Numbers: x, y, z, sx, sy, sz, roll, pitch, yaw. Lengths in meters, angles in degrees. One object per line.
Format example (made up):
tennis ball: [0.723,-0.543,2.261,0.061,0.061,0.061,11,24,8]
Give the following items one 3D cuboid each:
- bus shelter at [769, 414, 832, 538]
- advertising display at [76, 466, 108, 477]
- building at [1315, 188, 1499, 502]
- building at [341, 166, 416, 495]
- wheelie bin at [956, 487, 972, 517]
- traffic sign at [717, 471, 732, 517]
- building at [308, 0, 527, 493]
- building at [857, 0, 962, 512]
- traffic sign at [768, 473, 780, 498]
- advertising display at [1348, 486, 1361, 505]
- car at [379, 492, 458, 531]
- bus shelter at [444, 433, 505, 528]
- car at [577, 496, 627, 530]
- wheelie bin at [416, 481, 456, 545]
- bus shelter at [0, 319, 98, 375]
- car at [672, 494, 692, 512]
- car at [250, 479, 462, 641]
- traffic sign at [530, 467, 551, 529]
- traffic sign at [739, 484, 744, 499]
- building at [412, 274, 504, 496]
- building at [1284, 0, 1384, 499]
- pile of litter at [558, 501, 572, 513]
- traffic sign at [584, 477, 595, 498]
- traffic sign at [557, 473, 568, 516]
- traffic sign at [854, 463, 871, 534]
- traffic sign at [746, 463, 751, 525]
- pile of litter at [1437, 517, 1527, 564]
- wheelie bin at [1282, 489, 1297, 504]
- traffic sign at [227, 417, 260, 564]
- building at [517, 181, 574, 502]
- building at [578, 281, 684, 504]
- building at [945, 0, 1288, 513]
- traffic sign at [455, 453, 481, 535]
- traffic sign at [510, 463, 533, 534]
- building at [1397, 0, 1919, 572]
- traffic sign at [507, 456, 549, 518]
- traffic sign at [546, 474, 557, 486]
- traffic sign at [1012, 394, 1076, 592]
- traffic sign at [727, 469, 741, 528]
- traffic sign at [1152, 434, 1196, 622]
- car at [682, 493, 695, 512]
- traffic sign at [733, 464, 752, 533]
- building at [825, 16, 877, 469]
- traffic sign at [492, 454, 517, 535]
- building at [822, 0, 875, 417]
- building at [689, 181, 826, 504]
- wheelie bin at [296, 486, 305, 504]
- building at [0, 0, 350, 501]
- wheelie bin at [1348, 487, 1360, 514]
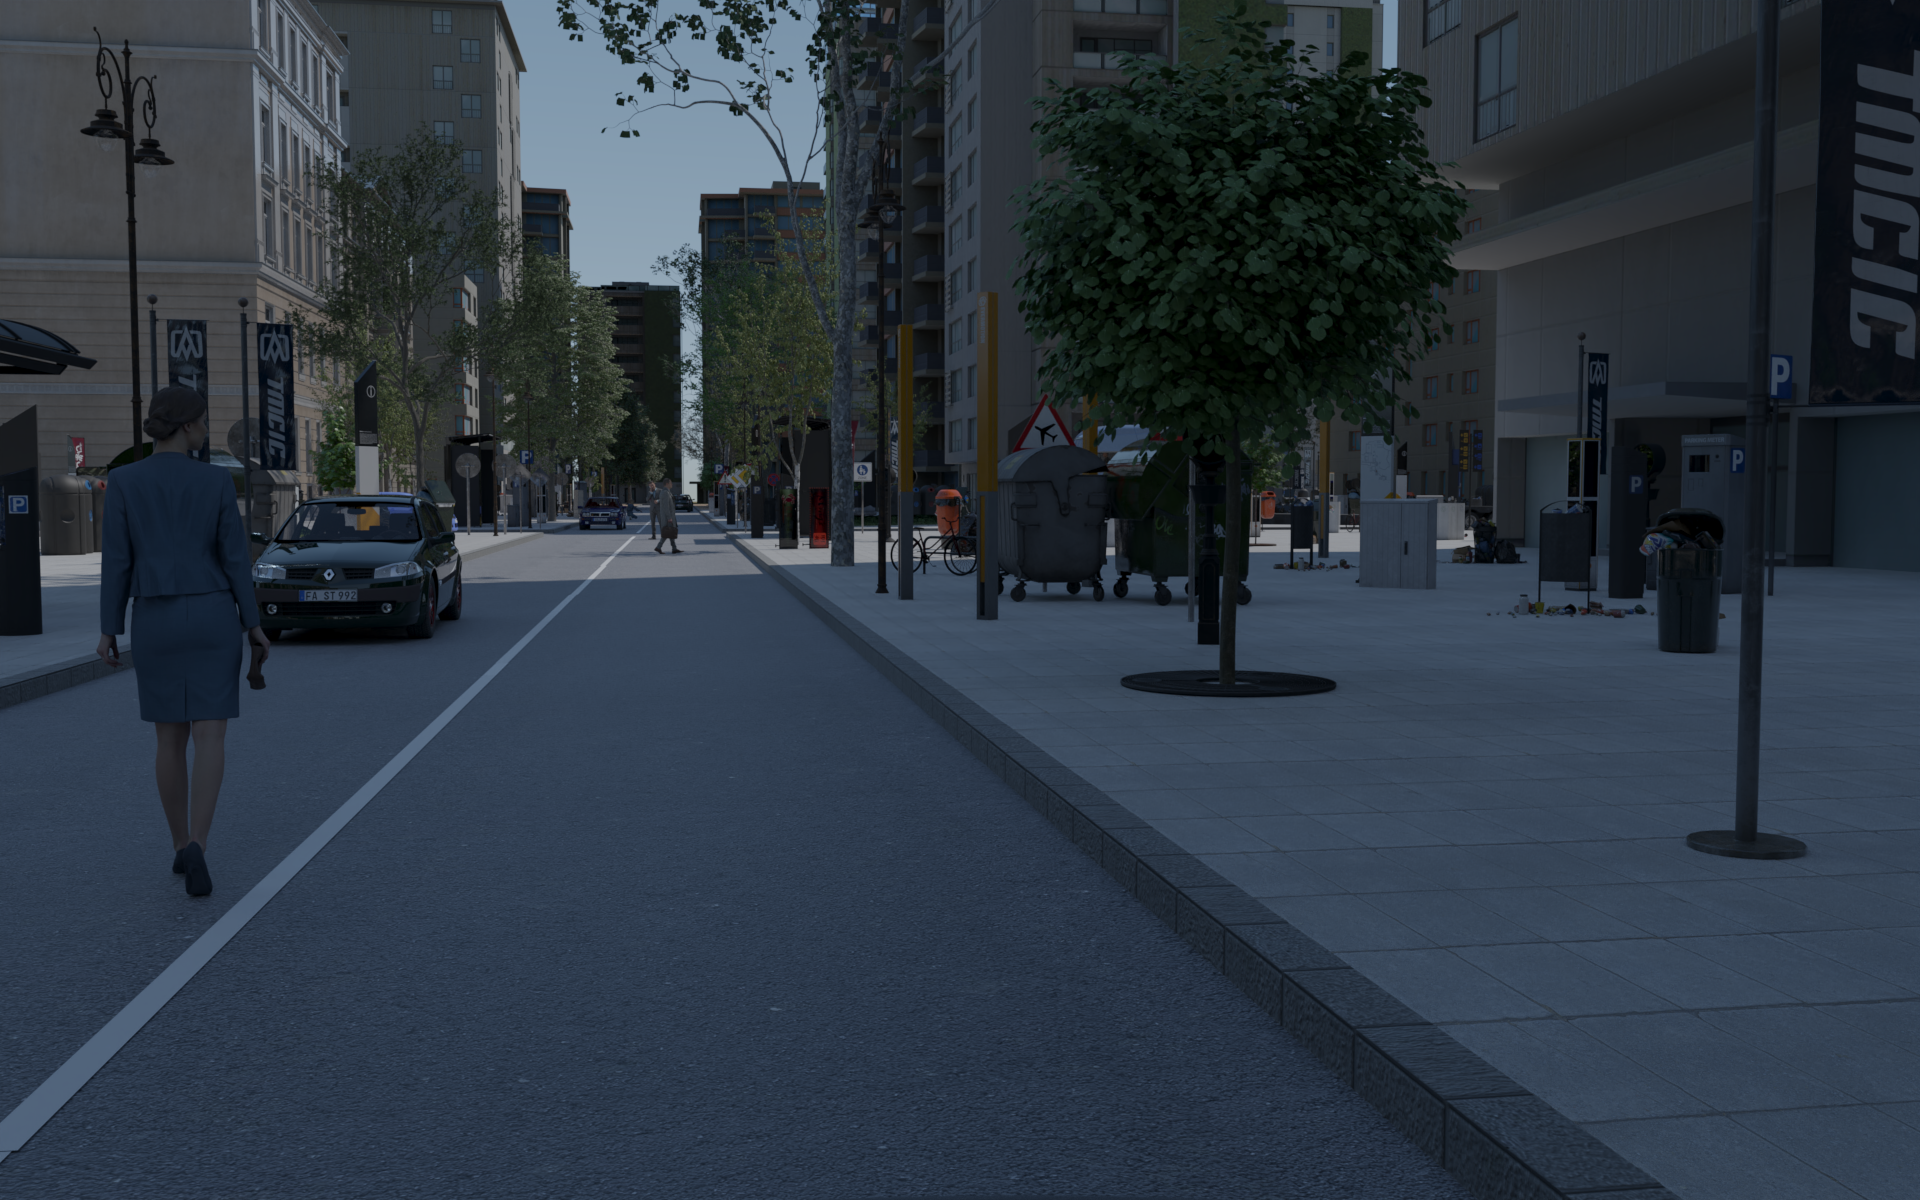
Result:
bus shelter: [-4.885,-3.815,53.656,1.731,3.624,6.357,-1,4,-9]
advertising display: [-20.189,-2.159,40.508,0.974,1.923,0.123,1,4,12]
building: [38.669,-15.372,96.378,28.899,21.520,27.650,-1,4,-9]
building: [-41.916,-17.672,108.018,14.460,24.649,34.723,-1,4,-9]
wheelie bin: [0.083,-4.166,76.026,0.980,1.594,0.693,3,5,40]
traffic sign: [-12.899,-5.821,95.182,0.884,2.594,0.081,0,4,-6]
building: [-60.988,-36.381,184.065,27.495,52.752,28.713,-1,4,-9]
building: [4.548,-28.383,118.693,22.147,44.769,28.867,-1,4,-9]
traffic sign: [-11.540,-6.556,107.301,0.768,2.556,0.104,0,4,-6]
advertising display: [22.554,-5.715,98.660,0.974,1.923,0.123,3,5,42]
car: [-19.086,-3.032,59.164,3.694,1.707,1.945,-1,4,-10]
bus shelter: [-19.366,-4.775,69.351,1.731,3.624,6.357,-1,4,-9]
car: [-14.480,-3.527,70.244,1.945,1.354,3.894,0,4,-8]
wheelie bin: [-12.277,-1.990,40.451,0.693,1.594,0.980,2,4,28]
bus shelter: [-10.777,-1.456,17.727,2.014,3.302,5.546,-1,4,-9]
car: [-22.069,-7.732,136.197,2.009,1.686,4.222,-1,4,-10]
car: [-6.299,-0.518,18.256,2.009,1.686,4.222,-1,4,-10]
traffic sign: [-15.551,-3.700,64.132,0.795,2.450,0.064,-1,4,-9]
traffic sign: [-13.288,-6.356,106.054,0.606,2.300,0.079,0,4,-2]
building: [-54.908,-18.567,148.616,27.650,21.520,28.899,-1,4,-9]
building: [32.193,-40.360,201.884,28.212,58.520,21.231,-1,4,-9]
pile of litter: [-26.658,-6.280,116.638,1.176,0.858,1.719,-3,4,-37]
traffic sign: [-27.301,-7.802,127.669,0.768,2.556,0.104,0,4,-2]
traffic sign: [-23.657,-6.288,102.920,0.768,2.556,0.104,0,4,-3]
traffic sign: [-3.163,-3.303,56.135,0.606,2.300,0.079,-1,4,-9]
traffic sign: [-8.590,-4.349,71.217,0.768,2.556,0.104,0,4,-3]
pile of litter: [9.678,-1.120,32.270,1.719,0.858,1.176,1,4,18]
wheelie bin: [20.499,-6.099,107.626,0.980,1.594,0.693,2,4,27]
traffic sign: [-11.749,-1.752,28.749,0.768,2.556,0.104,-1,4,-8]
building: [-67.971,-35.653,237.548,28.867,44.769,22.147,-1,4,-9]
building: [-45.366,-28.565,238.742,14.107,30.474,14.160,-1,4,-9]
building: [7.081,-24.554,85.058,14.086,41.232,14.154,-1,4,-9]
traffic sign: [-15.320,-3.293,53.955,0.768,2.556,0.104,0,4,-4]
traffic sign: [-14.269,-3.218,56.250,0.795,2.450,0.064,-1,4,-9]
building: [25.730,-26.949,29.858,28.713,52.752,27.495,-1,4,-9]
traffic sign: [-23.027,-6.023,92.346,2.265,3.308,0.079,0,4,-3]
traffic sign: [-21.202,-5.361,89.783,0.606,2.300,0.079,0,4,-5]
traffic sign: [1.110,-1.382,22.597,0.884,2.594,0.081,0,4,-6]
traffic sign: [-8.397,-3.769,65.270,0.795,2.450,0.064,-1,4,-9]
traffic sign: [2.319,-1.058,17.305,0.884,2.594,0.081,0,4,-3]
car: [-22.853,-8.129,142.702,2.009,1.686,4.222,-1,4,-9]
traffic sign: [-7.115,-3.287,57.388,0.795,2.450,0.064,-1,4,-9]
building: [-4.258,-28.727,153.275,14.154,41.232,14.086,-1,4,-9]
traffic sign: [-14.391,-3.341,54.727,0.768,2.556,0.104,0,4,-6]
building: [-6.242,-53.623,189.401,22.319,86.520,31.000,-1,4,-9]
building: [-23.906,-36.123,245.232,28.867,44.769,22.147,-1,4,-9]
wheelie bin: [-25.046,-3.500,65.136,0.980,1.594,0.693,3,5,43]
building: [-37.068,-18.037,80.815,13.634,28.700,20.117,-1,4,-9]
wheelie bin: [17.183,-4.107,75.052,0.693,1.594,0.980,1,4,16]
